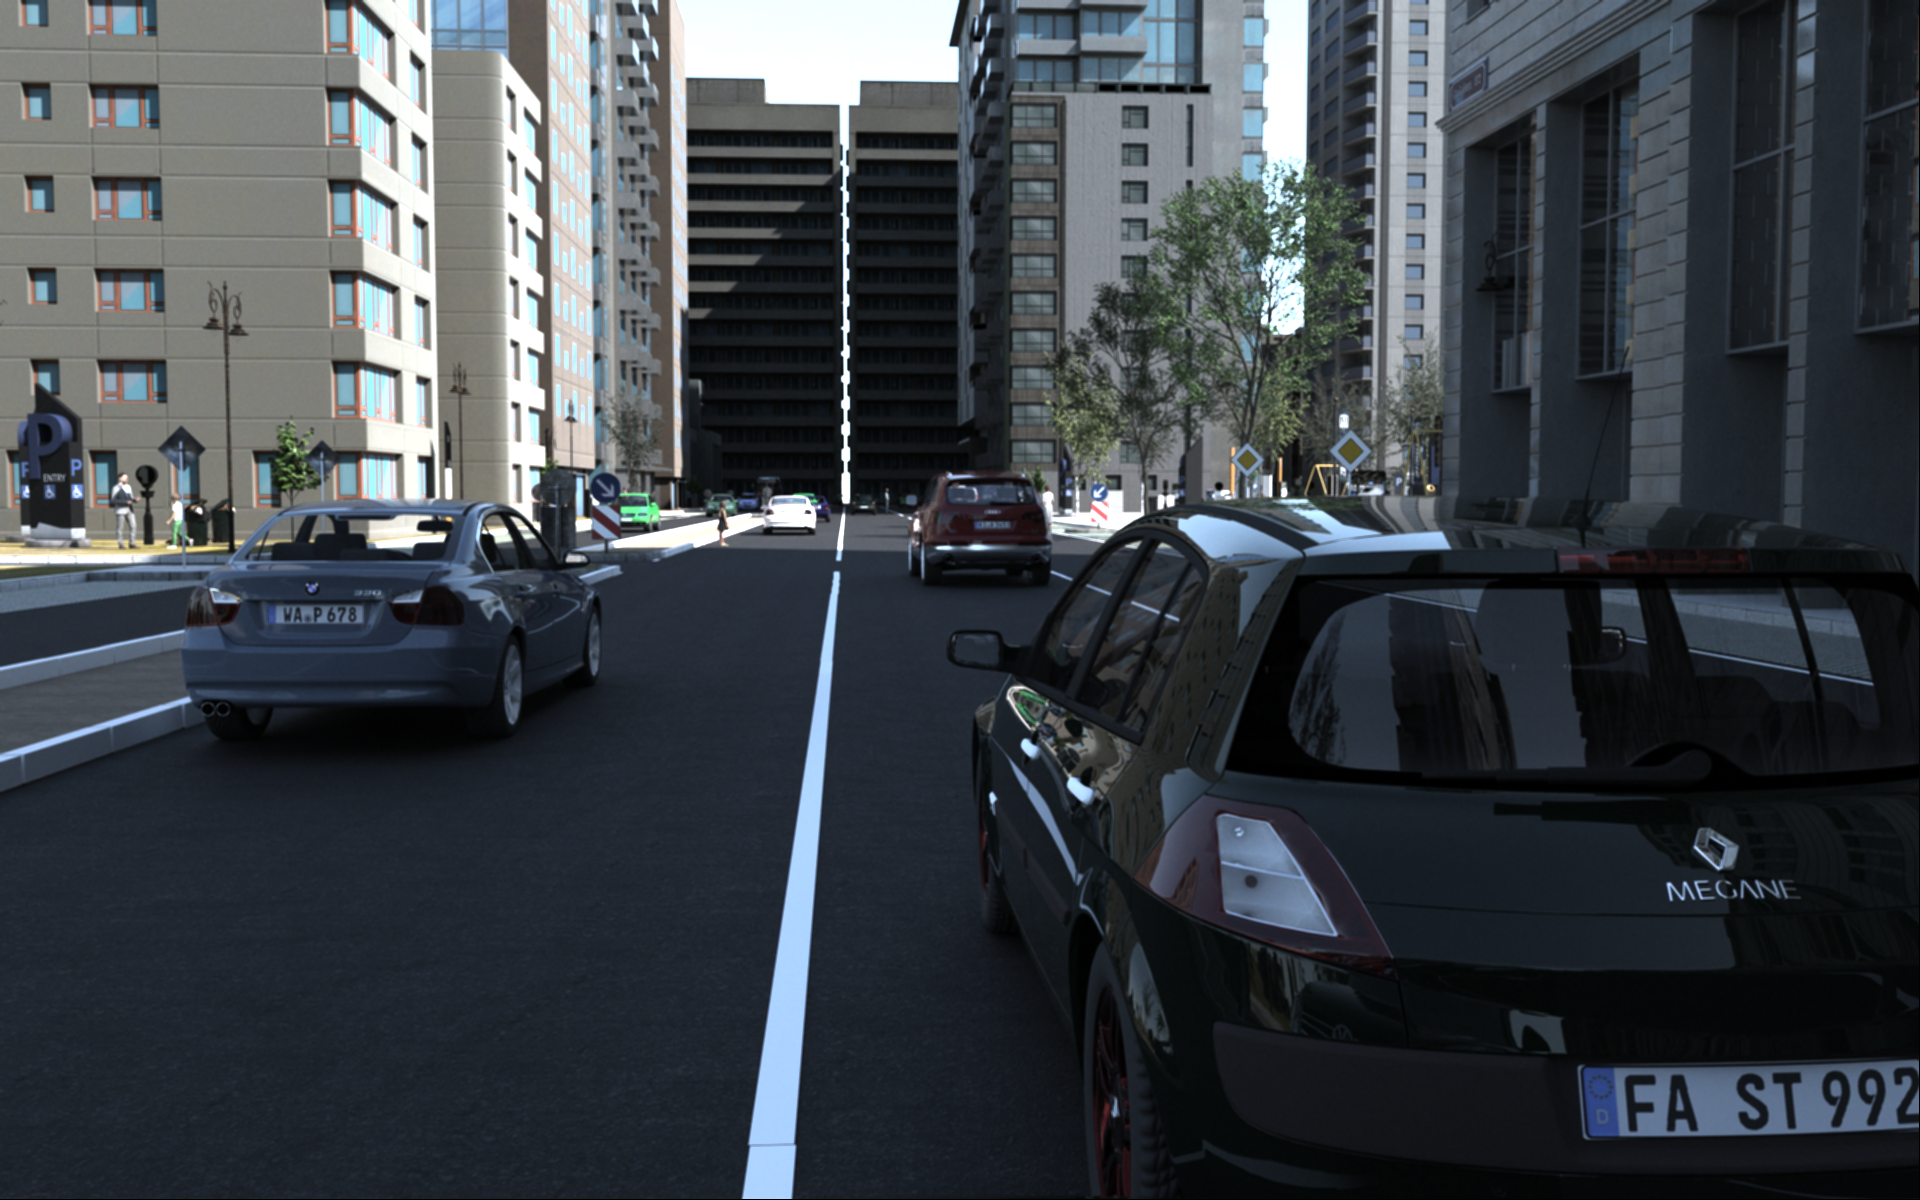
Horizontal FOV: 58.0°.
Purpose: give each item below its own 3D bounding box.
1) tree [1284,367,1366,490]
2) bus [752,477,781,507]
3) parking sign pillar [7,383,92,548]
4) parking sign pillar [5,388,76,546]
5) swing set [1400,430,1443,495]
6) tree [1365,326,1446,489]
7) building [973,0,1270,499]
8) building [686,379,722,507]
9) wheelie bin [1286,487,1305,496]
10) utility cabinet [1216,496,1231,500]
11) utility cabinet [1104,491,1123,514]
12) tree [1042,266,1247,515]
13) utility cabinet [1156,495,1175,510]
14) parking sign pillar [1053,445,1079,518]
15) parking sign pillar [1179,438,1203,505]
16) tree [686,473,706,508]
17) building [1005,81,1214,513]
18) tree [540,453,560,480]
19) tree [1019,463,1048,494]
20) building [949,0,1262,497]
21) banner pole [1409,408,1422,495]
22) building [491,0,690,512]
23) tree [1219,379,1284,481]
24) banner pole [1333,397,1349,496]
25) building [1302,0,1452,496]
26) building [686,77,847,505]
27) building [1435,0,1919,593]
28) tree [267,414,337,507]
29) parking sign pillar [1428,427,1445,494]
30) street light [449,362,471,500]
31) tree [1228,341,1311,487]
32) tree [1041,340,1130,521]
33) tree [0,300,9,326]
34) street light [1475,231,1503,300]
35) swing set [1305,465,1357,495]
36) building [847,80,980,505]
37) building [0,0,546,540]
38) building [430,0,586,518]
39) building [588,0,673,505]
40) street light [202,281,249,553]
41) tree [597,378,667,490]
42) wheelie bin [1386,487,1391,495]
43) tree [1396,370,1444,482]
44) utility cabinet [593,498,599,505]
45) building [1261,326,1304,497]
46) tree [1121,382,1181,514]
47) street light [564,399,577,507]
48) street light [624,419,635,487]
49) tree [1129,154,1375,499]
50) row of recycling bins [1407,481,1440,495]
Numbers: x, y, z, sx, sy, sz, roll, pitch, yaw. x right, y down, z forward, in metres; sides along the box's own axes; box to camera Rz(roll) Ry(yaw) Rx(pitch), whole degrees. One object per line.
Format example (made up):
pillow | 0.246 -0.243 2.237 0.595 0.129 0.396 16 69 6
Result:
tree | 21.260 -9.142 99.832 4.360 8.622 3.978 0 3 0
bus | -20.074 -11.377 180.868 2.948 3.499 13.247 0 4 -5
parking sign pillar | -21.852 -3.265 41.850 1.447 3.967 1.447 1 4 19
parking sign pillar | -24.514 -3.510 45.863 1.447 3.967 1.447 -1 4 -14
swing set | 12.383 -2.746 42.520 3.119 2.851 2.862 0 4 -7
tree | 20.161 -7.713 76.465 4.360 8.622 3.978 0 3 0
building | 12.935 -32.286 147.492 23.786 49.044 30.456 0 4 -4
building | -40.798 -52.722 174.681 31.000 86.520 22.319 0 4 -4
wheelie bin | 15.640 -4.443 80.552 0.980 1.594 0.693 0 4 -1
utility cabinet | 11.470 -3.926 75.350 0.306 1.237 1.020 -1 4 -13
utility cabinet | 9.515 -6.045 107.517 1.173 1.500 0.318 0 4 8
tree | 7.613 -8.310 70.283 8.767 10.594 7.601 0 4 -1
utility cabinet | 11.933 -5.473 100.651 1.020 1.237 0.306 -1 4 -15
parking sign pillar | 5.759 -6.488 94.554 1.447 3.967 1.447 -1 4 -13
parking sign pillar | 10.805 -5.669 81.155 1.447 3.967 1.447 3 5 45
tree | -24.759 -10.338 163.621 1.663 3.219 1.824 0 3 0
building | 10.039 -21.620 125.188 14.160 30.474 14.107 0 4 -4
tree | -19.374 -5.308 81.389 1.663 3.219 1.824 0 3 0
tree | 4.879 -7.007 109.160 1.663 3.219 1.824 0 3 0
building | 13.988 -35.914 176.432 28.713 52.752 27.495 0 4 -4
banner pole | 13.203 -3.688 50.315 0.401 3.779 0.863 -1 4 -11
building | -31.052 -30.524 149.172 14.600 45.320 14.200 0 4 -4
tree | 18.626 -9.784 110.331 4.360 8.622 3.978 0 3 0
banner pole | 9.881 -3.366 45.052 0.863 3.779 0.401 -3 5 -43
building | 52.773 -39.143 181.992 28.212 58.520 21.231 0 4 -4
building | -24.608 -35.595 205.676 21.600 48.544 21.300 0 4 -4
building | 15.032 -14.595 16.122 11.434 29.767 29.804 0 4 -4
tree | -16.190 -2.889 41.840 1.663 3.219 1.824 0 3 0
parking sign pillar | 19.498 -4.963 69.611 1.447 3.967 1.447 1 4 11
street light | -17.490 -5.377 60.709 0.468 5.910 1.993 0 4 -4
tree | 14.983 -8.168 83.908 4.737 8.622 4.395 0 3 0
tree | 5.686 -8.087 82.590 4.737 8.622 4.395 0 3 0
tree | -25.552 -5.576 41.527 4.360 8.622 3.978 0 3 0
street light | 9.110 -3.546 30.771 0.468 5.910 1.993 0 4 -4
swing set | 20.199 -5.882 93.793 3.119 2.851 2.862 -2 4 -32
building | -2.792 -35.692 207.259 21.600 48.544 21.300 0 4 -4
building | -31.335 -13.236 61.456 27.650 21.520 28.899 0 4 -4
building | -27.332 -26.938 90.550 14.600 45.320 14.200 0 4 -4
building | -34.026 -31.004 126.529 23.786 49.044 30.456 0 4 -4
street light | -15.935 -3.972 37.724 0.468 5.910 1.993 0 4 -4
tree | -20.927 -9.810 110.759 4.360 8.622 3.978 0 3 0
wheelie bin | 19.867 -4.489 81.310 0.693 1.594 0.980 -1 4 -12
tree | 27.328 -9.196 100.715 4.737 8.622 4.395 0 3 0
utility cabinet | -21.442 -5.587 100.030 1.173 1.500 0.318 -3 5 -44
building | 43.039 -22.574 214.131 28.899 21.520 27.650 0 4 -4
tree | 11.872 -9.785 110.353 4.360 8.622 3.978 0 3 0
street light | -18.921 -6.825 84.370 0.468 5.910 1.993 0 4 -4
street light | -20.465 -8.230 107.355 0.468 5.910 1.993 0 4 -4
tree | 8.840 -7.780 52.962 9.928 11.665 9.643 0 3 0
row of recycling bins | 16.151 -2.971 55.697 3.534 1.692 1.069 0 4 -2
